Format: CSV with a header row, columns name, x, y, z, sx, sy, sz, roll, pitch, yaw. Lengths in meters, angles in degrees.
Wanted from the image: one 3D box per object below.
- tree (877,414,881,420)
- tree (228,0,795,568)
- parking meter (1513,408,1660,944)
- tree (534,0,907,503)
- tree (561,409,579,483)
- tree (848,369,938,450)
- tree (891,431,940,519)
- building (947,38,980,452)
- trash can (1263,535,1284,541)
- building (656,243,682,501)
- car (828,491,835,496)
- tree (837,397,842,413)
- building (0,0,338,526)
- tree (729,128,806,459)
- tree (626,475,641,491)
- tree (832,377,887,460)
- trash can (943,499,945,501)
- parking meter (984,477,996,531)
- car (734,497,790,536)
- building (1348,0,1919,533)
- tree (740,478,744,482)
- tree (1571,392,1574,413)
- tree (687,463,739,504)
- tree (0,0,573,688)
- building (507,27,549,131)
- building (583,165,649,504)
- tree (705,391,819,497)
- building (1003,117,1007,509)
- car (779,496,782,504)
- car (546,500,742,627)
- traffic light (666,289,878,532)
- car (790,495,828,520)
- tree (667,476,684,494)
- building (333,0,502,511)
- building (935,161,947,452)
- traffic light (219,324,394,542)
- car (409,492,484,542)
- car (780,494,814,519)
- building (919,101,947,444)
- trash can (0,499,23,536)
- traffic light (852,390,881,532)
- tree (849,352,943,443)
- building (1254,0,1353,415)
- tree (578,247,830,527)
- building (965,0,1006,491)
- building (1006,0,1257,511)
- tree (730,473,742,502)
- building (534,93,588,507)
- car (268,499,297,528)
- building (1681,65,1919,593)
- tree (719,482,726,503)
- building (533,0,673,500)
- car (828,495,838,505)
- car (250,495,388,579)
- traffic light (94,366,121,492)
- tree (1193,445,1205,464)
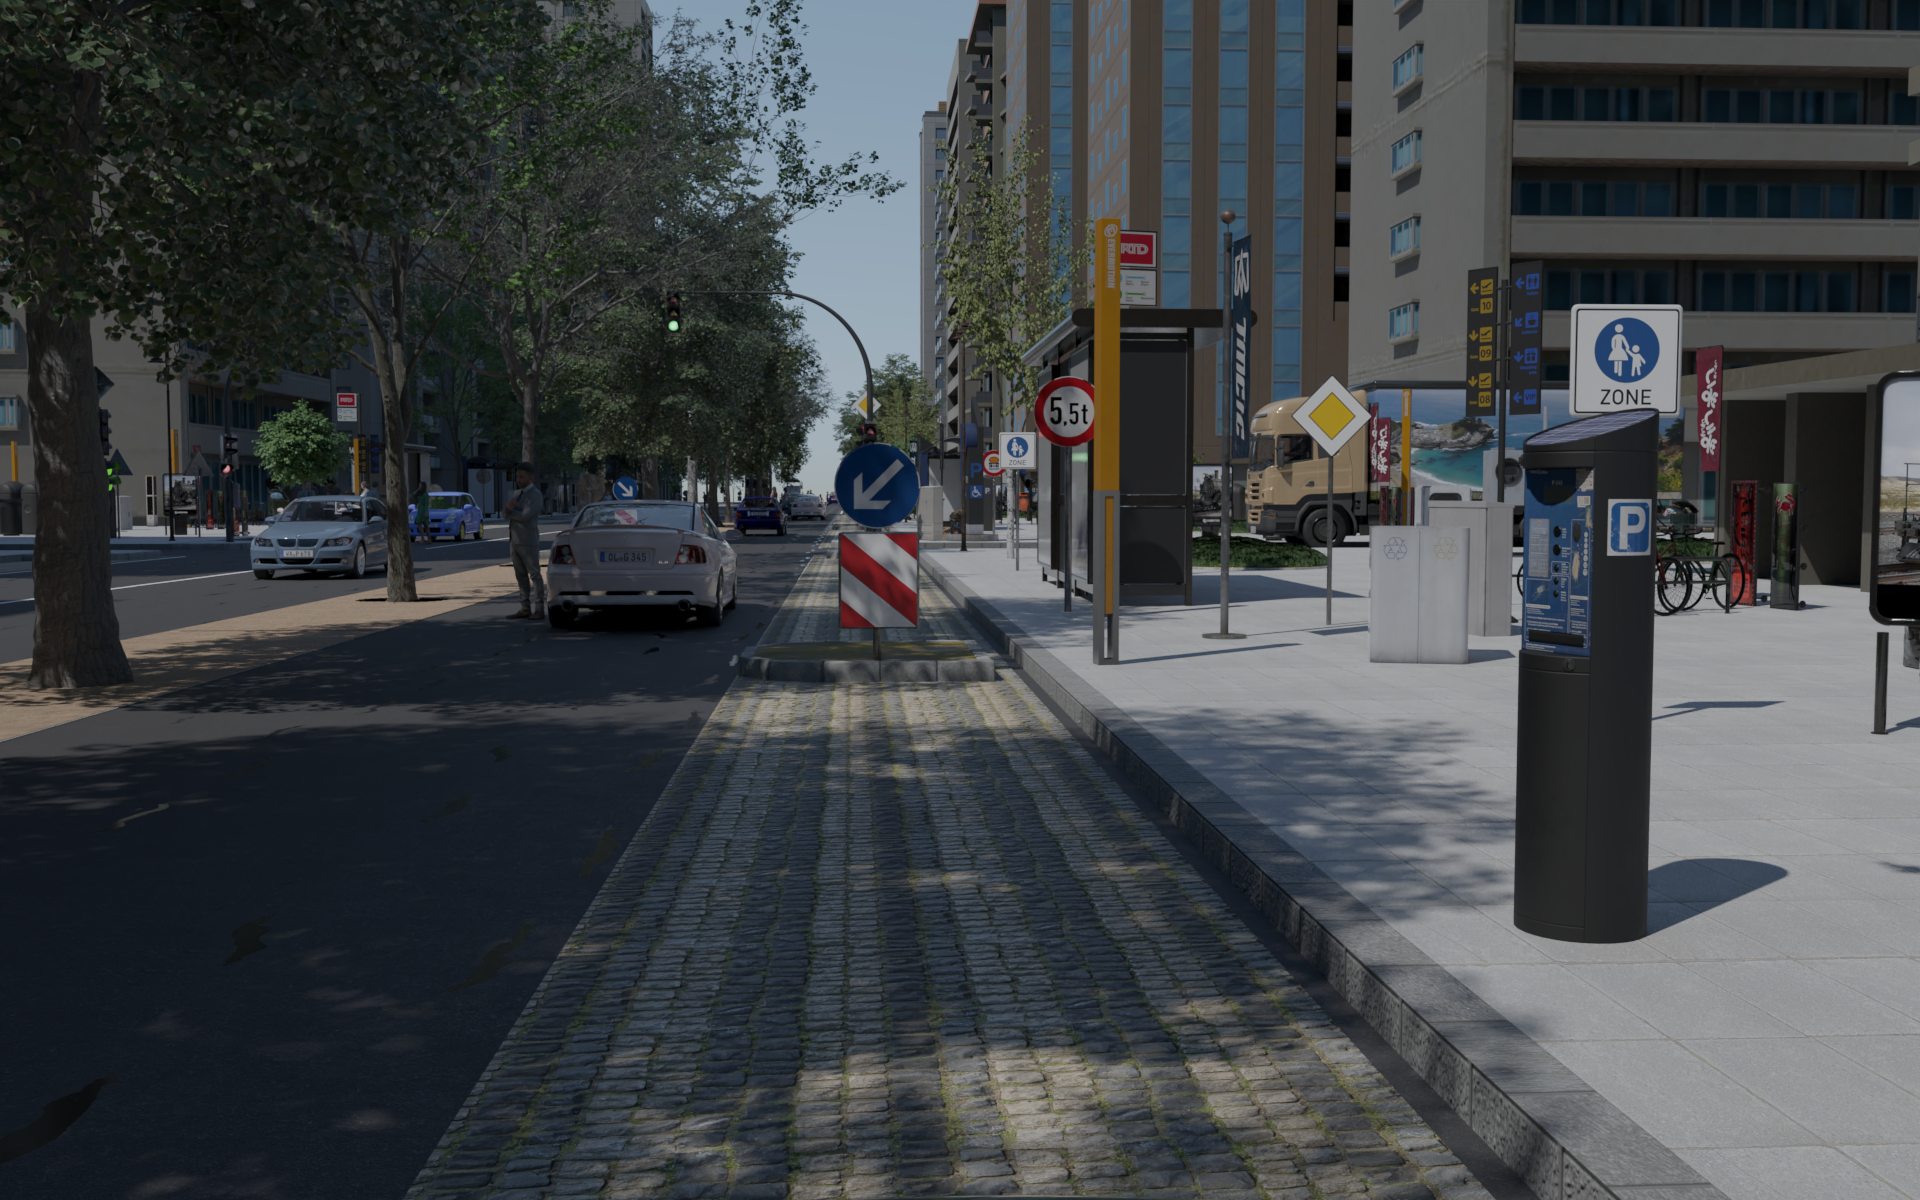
name,x,y,z,sx,sy,sz,roll,pitch,yaw
tree,-6.032,-12.273,151.027,4.360,8.622,3.978,0,3,0
tree,-8.468,-7.393,33.699,12.009,13.543,11.850,0,3,0
parking meter,1.830,0.204,5.073,0.372,1.533,0.369,0,3,0
tree,-8.666,-12.522,63.085,12.611,20.169,13.585,0,3,0
tree,-27.110,-13.413,136.308,9.611,12.733,9.660,0,3,0
tree,-5.000,-11.892,128.850,7.601,10.594,8.767,0,4,8
tree,-2.320,-6.504,90.052,4.285,4.588,4.351,0,3,0
building,9.842,-33.956,178.882,21.300,48.544,21.600,0,4,-4
trash can,8.639,-2.201,47.639,0.748,1.137,0.748,0,3,0
building,-50.952,-35.765,268.350,14.154,41.232,14.086,0,4,-4
car,-17.394,-14.364,243.526,2.281,1.827,5.304,0,4,-2
tree,-11.532,-10.567,85.593,12.009,13.543,11.850,0,3,0
building,-42.300,-27.758,77.544,21.300,48.544,21.600,0,4,-4
tree,-9.031,-8.644,50.441,9.857,13.997,8.962,0,3,0
tree,-28.909,-9.704,153.257,1.663,3.219,1.824,0,3,0
tree,-8.935,-16.993,184.484,9.857,13.997,8.962,0,3,0
trash can,-0.827,-2.612,54.366,0.748,1.137,0.748,0,3,0
parking meter,1.005,-3.305,59.744,0.399,1.863,0.255,1,4,23
car,-6.939,-2.927,60.429,1.945,1.354,3.894,0,4,-4
building,26.521,-27.025,65.557,21.600,48.544,21.300,0,4,-4
tree,-35.566,-21.236,265.341,7.486,12.596,7.792,0,3,0
tree,3.596,-4.623,1.340,9.928,11.665,9.643,0,3,0
tree,-34.449,-19.365,234.750,7.486,12.596,7.792,0,3,0
tree,-6.586,-6.323,12.497,9.857,13.997,8.962,0,3,0
building,-47.489,-30.180,148.062,22.147,44.769,28.867,0,4,-4
building,-51.653,-34.916,225.498,22.147,44.769,28.867,0,4,-4
tree,-12.884,-10.508,108.670,8.767,10.594,7.601,0,4,-4
building,10.092,-22.081,132.726,14.160,30.474,14.107,0,4,-4
car,-25.325,-14.626,251.720,1.945,1.354,3.894,0,4,-2
car,-3.606,-0.473,20.102,2.083,1.381,4.827,0,4,-4
traffic light,-4.134,-3.924,38.822,4.771,5.953,1.251,0,4,-4
car,-8.354,-5.093,95.627,2.083,1.381,4.827,0,4,-4
tree,-30.314,-11.559,183.598,1.663,3.219,1.824,0,3,0
building,-41.328,-27.124,127.073,14.154,41.232,14.086,0,4,-4
building,8.046,-37.824,238.031,23.786,49.044,30.456,0,4,-4
traffic light,-17.341,-4.373,46.168,4.771,5.953,1.251,0,4,-4
car,-15.864,-2.672,53.275,1.945,1.707,3.694,0,4,-2
car,-9.526,-5.494,101.633,2.131,1.459,4.920,0,4,-3
building,4.333,-44.338,266.927,21.231,58.520,28.212,0,4,-4
trash can,-29.128,-2.538,53.156,0.748,1.137,0.748,0,3,0
traffic light,-2.546,-3.556,47.061,0.839,4.253,0.868,0,4,-4
tree,-4.797,-13.505,138.927,7.486,12.596,7.792,0,3,0
building,14.181,-26.659,85.993,14.600,45.320,14.200,0,4,-4
tree,-10.645,-9.476,74.403,9.611,12.733,9.660,0,3,0
building,11.852,-30.536,153.887,22.147,44.769,28.867,0,4,-4
building,10.556,-28.416,114.715,14.600,45.320,14.200,0,4,-4
tree,-35.919,-19.820,274.426,4.737,8.622,4.395,0,3,0
building,-44.967,-29.749,169.984,14.154,41.232,14.086,0,4,-4
car,-19.687,-2.492,53.103,2.083,1.381,4.827,0,4,-4
building,21.946,-21.940,13.340,22.147,44.769,28.867,0,4,-4
tree,-34.788,-15.863,253.955,1.663,3.219,1.824,0,3,0
building,-52.493,-49.619,249.518,20.563,71.187,20.611,0,4,-4
car,-16.356,-12.998,225.100,1.945,1.354,3.894,0,4,-5
car,-11.152,-1.149,30.785,2.014,1.417,4.499,0,4,-5
traffic light,-18.930,-3.004,38.035,0.839,4.253,0.868,0,4,-4
tree,9.162,-4.500,68.183,1.663,3.219,1.824,0,3,0
